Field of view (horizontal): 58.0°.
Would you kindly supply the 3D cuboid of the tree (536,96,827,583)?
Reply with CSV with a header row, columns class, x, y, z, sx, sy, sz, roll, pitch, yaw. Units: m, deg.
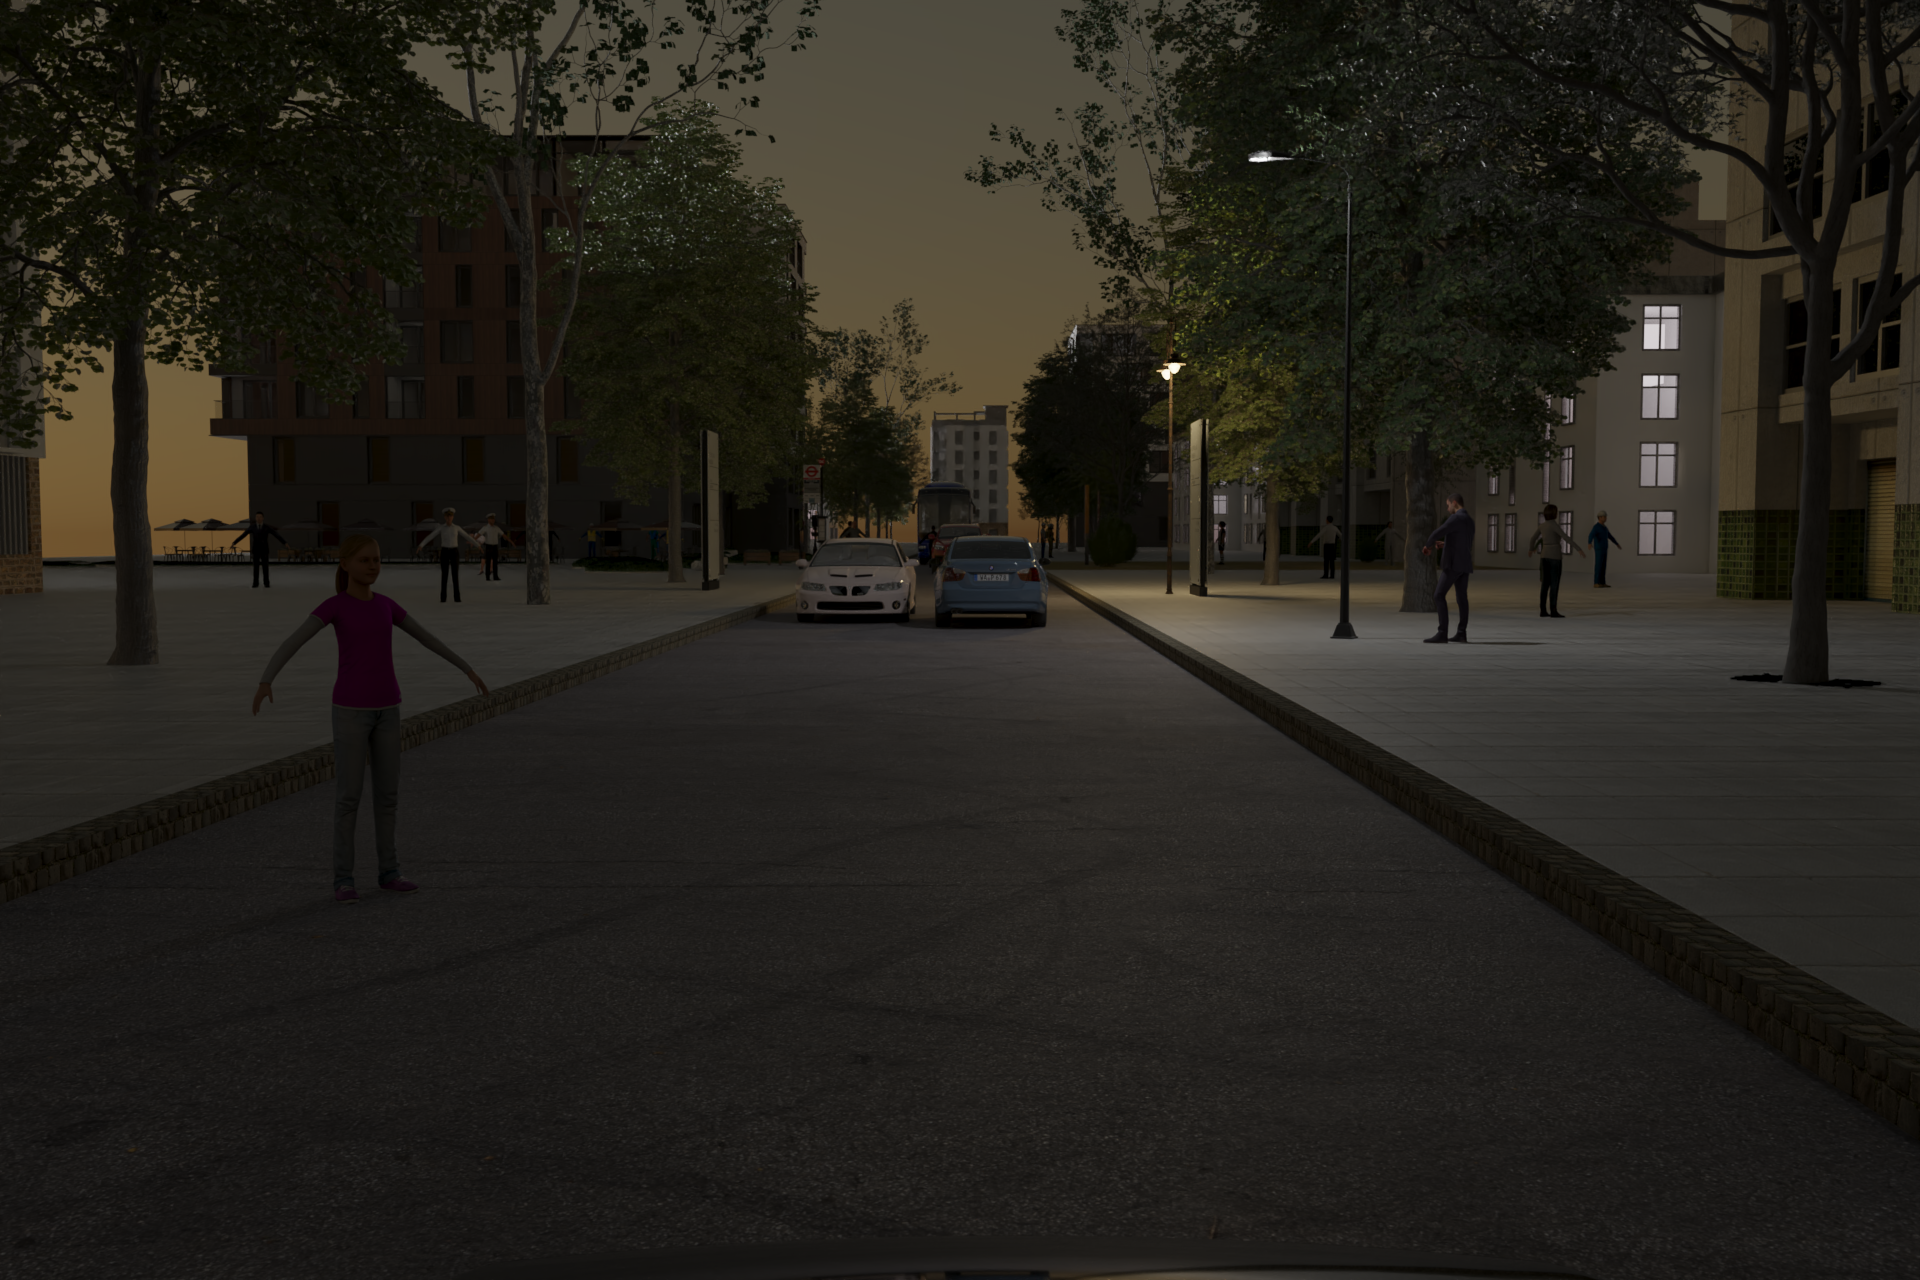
class,x,y,z,sx,sy,sz,roll,pitch,yaw
tree,-7.373,-7.771,45.176,7.486,12.596,7.792,0,3,0

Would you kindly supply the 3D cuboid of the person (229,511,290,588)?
class,x,y,z,sx,sy,sz,roll,pitch,yaw
person,-16.742,-2.164,41.437,1.345,1.823,0.704,-1,4,-17

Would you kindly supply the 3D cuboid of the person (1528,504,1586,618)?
class,x,y,z,sx,sy,sz,roll,pitch,yaw
person,9.154,-1.216,26.644,0.721,1.744,1.215,-1,4,-22

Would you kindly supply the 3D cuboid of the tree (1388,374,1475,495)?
class,x,y,z,sx,sy,sz,roll,pitch,yaw
tree,20.028,-7.697,76.205,4.360,8.622,3.978,0,3,0

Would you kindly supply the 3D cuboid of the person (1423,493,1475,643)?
class,x,y,z,sx,sy,sz,roll,pitch,yaw
person,5.747,-0.857,20.502,0.568,1.767,0.683,3,5,44

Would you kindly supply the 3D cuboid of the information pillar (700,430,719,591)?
class,x,y,z,sx,sy,sz,roll,pitch,yaw
information pillar,-5.763,-2.974,39.946,0.184,3.620,1.656,0,4,0

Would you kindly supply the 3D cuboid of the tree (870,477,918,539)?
class,x,y,z,sx,sy,sz,roll,pitch,yaw
tree,-9.673,-20.482,253.014,7.486,12.596,7.792,0,3,0

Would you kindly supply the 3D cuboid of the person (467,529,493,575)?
class,x,y,z,sx,sy,sz,roll,pitch,yaw
person,-15.029,-2.760,54.360,0.799,1.438,0.628,-2,4,-28

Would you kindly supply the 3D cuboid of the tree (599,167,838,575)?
class,x,y,z,sx,sy,sz,roll,pitch,yaw
tree,-7.722,-8.333,54.372,7.486,12.596,7.792,0,3,0

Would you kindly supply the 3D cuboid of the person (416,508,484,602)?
class,x,y,z,sx,sy,sz,roll,pitch,yaw
person,-9.587,-1.596,32.556,1.216,1.778,0.721,-1,4,-21

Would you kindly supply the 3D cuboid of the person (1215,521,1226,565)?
class,x,y,z,sx,sy,sz,roll,pitch,yaw
person,10.934,-4.062,72.556,0.704,1.843,1.345,0,4,-4

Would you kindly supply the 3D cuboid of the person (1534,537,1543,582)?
class,x,y,z,sx,sy,sz,roll,pitch,yaw
person,15.797,-2.288,46.613,0.989,1.438,0.599,-2,4,-27

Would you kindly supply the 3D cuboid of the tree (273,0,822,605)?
class,x,y,z,sx,sy,sz,roll,pitch,yaw
tree,-8.307,-10.625,29.615,12.611,20.169,13.585,0,3,0

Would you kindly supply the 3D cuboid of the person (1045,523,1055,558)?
class,x,y,z,sx,sy,sz,roll,pitch,yaw
person,4.923,-5.359,93.383,0.705,1.858,1.354,0,4,-4

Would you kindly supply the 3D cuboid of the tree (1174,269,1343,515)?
class,x,y,z,sx,sy,sz,roll,pitch,yaw
tree,12.675,-9.349,70.988,7.486,12.596,7.792,0,3,0

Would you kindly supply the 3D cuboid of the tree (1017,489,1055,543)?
class,x,y,z,sx,sy,sz,roll,pitch,yaw
tree,12.014,-19.871,259.307,7.601,10.594,8.767,0,4,6

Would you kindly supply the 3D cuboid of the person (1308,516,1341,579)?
class,x,y,z,sx,sy,sz,roll,pitch,yaw
person,10.565,-2.661,49.658,1.344,1.810,0.704,-2,4,-28

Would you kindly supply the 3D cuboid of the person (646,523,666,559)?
class,x,y,z,sx,sy,sz,roll,pitch,yaw
person,-14.810,-4.769,84.094,1.347,1.817,0.704,3,4,37

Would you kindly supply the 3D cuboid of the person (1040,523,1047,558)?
class,x,y,z,sx,sy,sz,roll,pitch,yaw
person,4.182,-4.921,86.308,0.705,1.847,1.347,0,4,5

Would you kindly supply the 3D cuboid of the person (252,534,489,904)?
class,x,y,z,sx,sy,sz,roll,pitch,yaw
person,-2.305,0.301,6.806,0.599,1.433,0.991,3,5,42

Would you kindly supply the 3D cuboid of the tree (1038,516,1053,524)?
class,x,y,z,sx,sy,sz,roll,pitch,yaw
tree,13.318,-18.480,252.516,4.360,8.622,3.978,0,3,0

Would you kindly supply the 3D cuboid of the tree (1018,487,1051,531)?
class,x,y,z,sx,sy,sz,roll,pitch,yaw
tree,7.909,-13.248,166.974,4.737,8.622,4.395,0,3,0

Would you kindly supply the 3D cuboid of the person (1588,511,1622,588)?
class,x,y,z,sx,sy,sz,roll,pitch,yaw
person,15.362,-2.174,41.423,1.347,1.842,0.705,-3,4,-38

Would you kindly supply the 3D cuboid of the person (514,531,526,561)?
class,x,y,z,sx,sy,sz,roll,pitch,yaw
person,-19.975,-4.531,80.274,1.347,1.806,0.705,0,4,-8

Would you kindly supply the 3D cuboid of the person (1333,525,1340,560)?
class,x,y,z,sx,sy,sz,roll,pitch,yaw
person,18.546,-4.819,85.513,0.721,1.740,1.216,2,4,32

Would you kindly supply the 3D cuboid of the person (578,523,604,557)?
class,x,y,z,sx,sy,sz,roll,pitch,yaw
person,-18.716,-5.018,88.018,1.349,1.833,0.705,0,4,7

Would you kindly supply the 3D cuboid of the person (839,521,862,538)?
class,x,y,z,sx,sy,sz,roll,pitch,yaw
person,-4.379,-3.866,69.344,1.346,1.812,0.704,2,4,33

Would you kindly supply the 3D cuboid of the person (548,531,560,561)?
class,x,y,z,sx,sy,sz,roll,pitch,yaw
person,-19.540,-4.666,82.222,0.705,1.837,1.347,3,5,45

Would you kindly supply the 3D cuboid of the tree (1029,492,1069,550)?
class,x,y,z,sx,sy,sz,roll,pitch,yaw
tree,8.082,-11.535,138.954,4.360,8.622,3.978,0,3,0

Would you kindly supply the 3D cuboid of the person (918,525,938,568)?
class,x,y,z,sx,sy,sz,roll,pitch,yaw
person,-1.127,-3.973,73.639,1.346,1.802,0.704,0,4,3

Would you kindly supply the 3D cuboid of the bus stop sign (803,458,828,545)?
class,x,y,z,sx,sy,sz,roll,pitch,yaw
bus stop sign,-5.072,-4.419,60.952,0.855,3.939,0.416,0,4,1

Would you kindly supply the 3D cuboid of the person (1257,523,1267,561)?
class,x,y,z,sx,sy,sz,roll,pitch,yaw
person,14.655,-4.681,82.658,0.705,1.813,1.348,-3,4,-37

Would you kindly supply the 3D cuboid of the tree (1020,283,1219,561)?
class,x,y,z,sx,sy,sz,roll,pitch,yaw
tree,7.892,-10.599,83.656,12.009,13.543,11.850,0,3,0

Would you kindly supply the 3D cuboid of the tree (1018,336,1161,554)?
class,x,y,z,sx,sy,sz,roll,pitch,yaw
tree,8.225,-12.439,110.029,9.857,13.997,8.962,0,3,0

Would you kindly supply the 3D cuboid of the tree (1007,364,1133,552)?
class,x,y,z,sx,sy,sz,roll,pitch,yaw
tree,7.967,-13.305,124.185,9.857,13.997,8.962,0,3,0

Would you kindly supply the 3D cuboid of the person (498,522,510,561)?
class,x,y,z,sx,sy,sz,roll,pitch,yaw
person,-21.960,-4.742,83.315,0.705,1.856,1.354,1,4,15

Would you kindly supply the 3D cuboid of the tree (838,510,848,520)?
class,x,y,z,sx,sy,sz,roll,pitch,yaw
tree,-19.688,-19.887,259.566,7.601,10.594,8.767,1,4,9

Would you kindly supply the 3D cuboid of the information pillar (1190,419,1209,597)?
class,x,y,z,sx,sy,sz,roll,pitch,yaw
information pillar,4.996,-2.745,36.191,0.184,3.620,1.656,0,4,1

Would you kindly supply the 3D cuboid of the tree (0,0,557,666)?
class,x,y,z,sx,sy,sz,roll,pitch,yaw
tree,-7.788,-6.045,16.967,7.486,12.596,7.792,0,3,0

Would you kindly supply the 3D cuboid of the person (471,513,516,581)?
class,x,y,z,sx,sy,sz,roll,pitch,yaw
person,-12.886,-2.564,47.705,1.343,1.855,0.704,-3,5,-43

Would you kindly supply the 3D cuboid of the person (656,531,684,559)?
class,x,y,z,sx,sy,sz,roll,pitch,yaw
person,-12.088,-4.028,72.315,1.216,1.772,0.721,0,4,7

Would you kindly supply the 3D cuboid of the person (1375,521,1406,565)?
class,x,y,z,sx,sy,sz,roll,pitch,yaw
person,17.560,-3.947,70.713,1.347,1.806,0.705,0,4,-4

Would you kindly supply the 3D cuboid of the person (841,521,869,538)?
class,x,y,z,sx,sy,sz,roll,pitch,yaw
person,-4.085,-3.724,67.155,1.348,1.796,0.705,-1,4,-11
